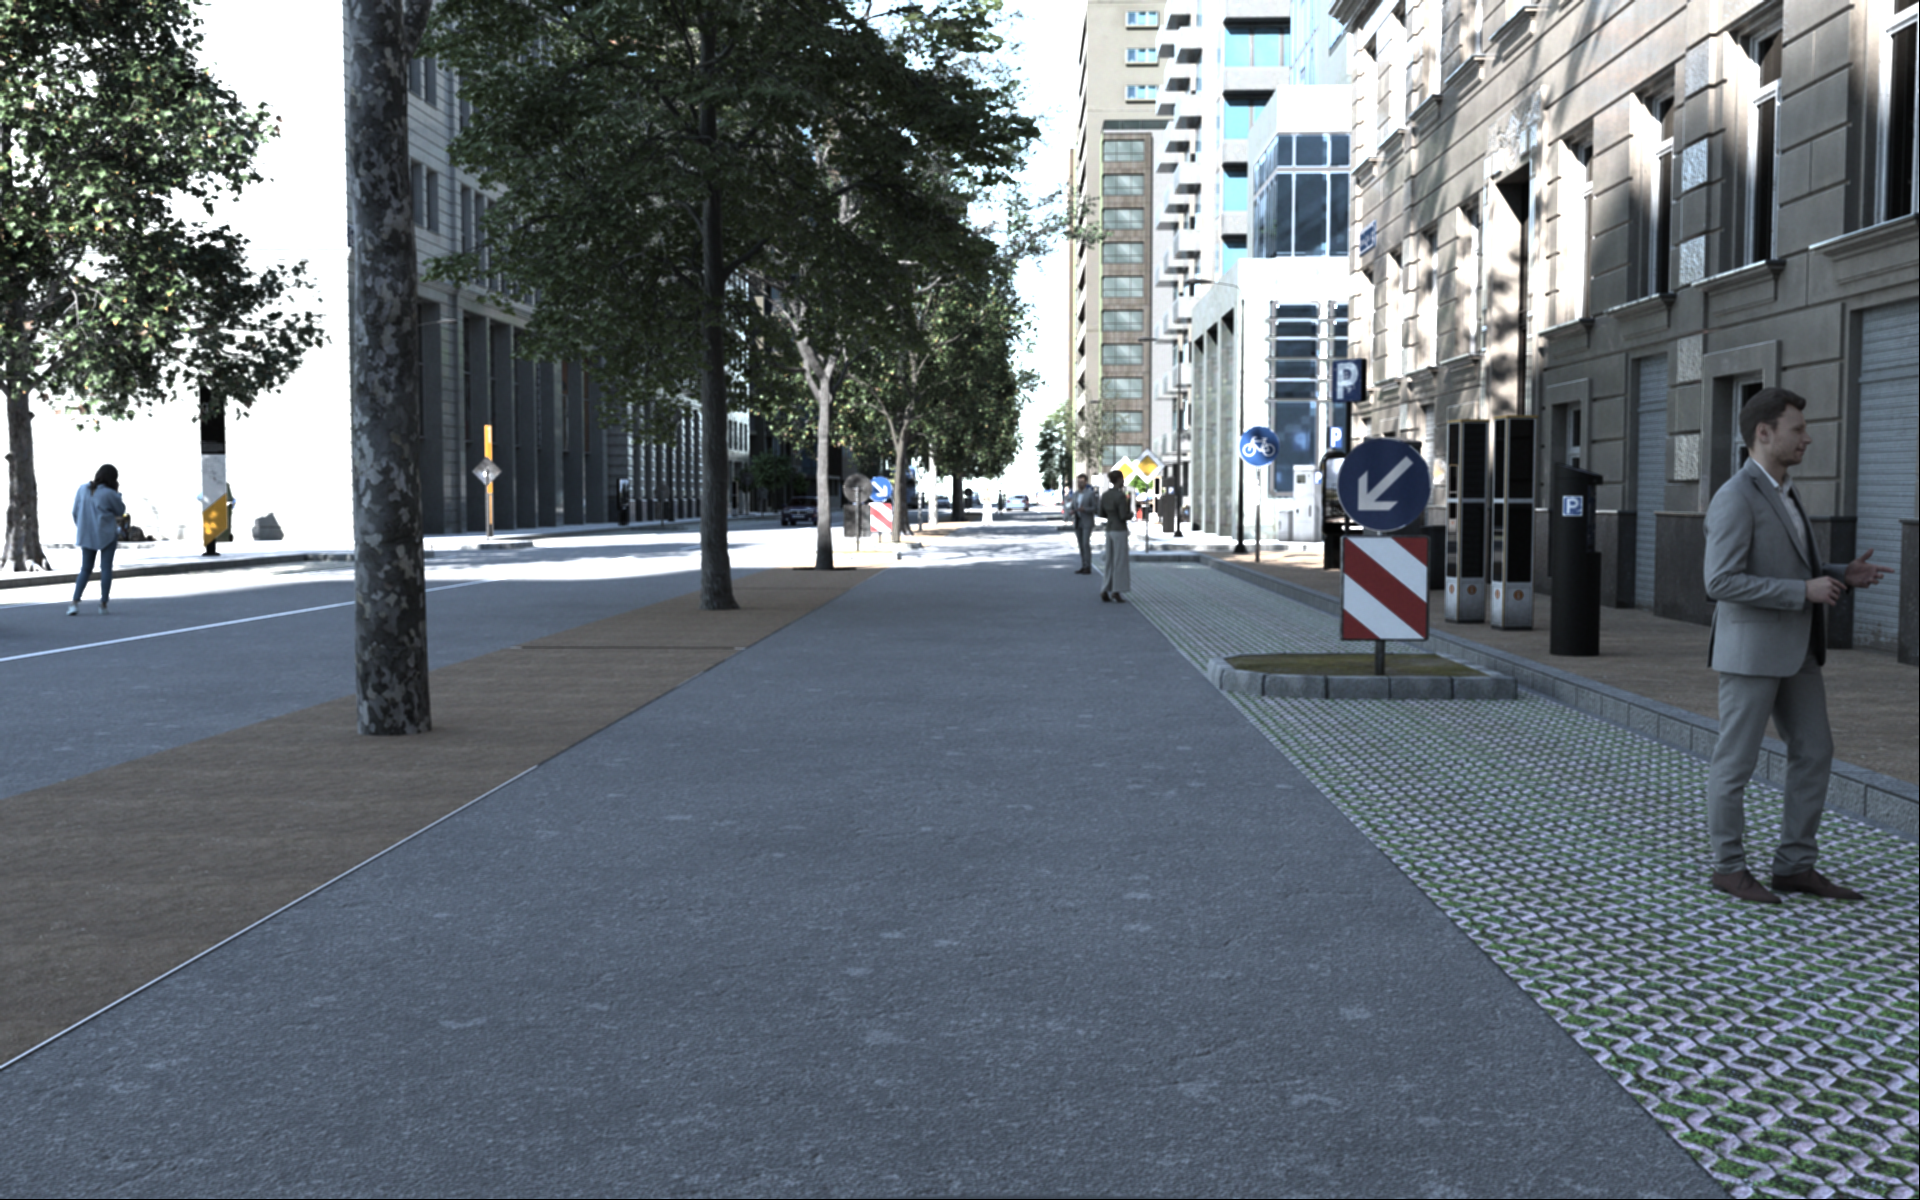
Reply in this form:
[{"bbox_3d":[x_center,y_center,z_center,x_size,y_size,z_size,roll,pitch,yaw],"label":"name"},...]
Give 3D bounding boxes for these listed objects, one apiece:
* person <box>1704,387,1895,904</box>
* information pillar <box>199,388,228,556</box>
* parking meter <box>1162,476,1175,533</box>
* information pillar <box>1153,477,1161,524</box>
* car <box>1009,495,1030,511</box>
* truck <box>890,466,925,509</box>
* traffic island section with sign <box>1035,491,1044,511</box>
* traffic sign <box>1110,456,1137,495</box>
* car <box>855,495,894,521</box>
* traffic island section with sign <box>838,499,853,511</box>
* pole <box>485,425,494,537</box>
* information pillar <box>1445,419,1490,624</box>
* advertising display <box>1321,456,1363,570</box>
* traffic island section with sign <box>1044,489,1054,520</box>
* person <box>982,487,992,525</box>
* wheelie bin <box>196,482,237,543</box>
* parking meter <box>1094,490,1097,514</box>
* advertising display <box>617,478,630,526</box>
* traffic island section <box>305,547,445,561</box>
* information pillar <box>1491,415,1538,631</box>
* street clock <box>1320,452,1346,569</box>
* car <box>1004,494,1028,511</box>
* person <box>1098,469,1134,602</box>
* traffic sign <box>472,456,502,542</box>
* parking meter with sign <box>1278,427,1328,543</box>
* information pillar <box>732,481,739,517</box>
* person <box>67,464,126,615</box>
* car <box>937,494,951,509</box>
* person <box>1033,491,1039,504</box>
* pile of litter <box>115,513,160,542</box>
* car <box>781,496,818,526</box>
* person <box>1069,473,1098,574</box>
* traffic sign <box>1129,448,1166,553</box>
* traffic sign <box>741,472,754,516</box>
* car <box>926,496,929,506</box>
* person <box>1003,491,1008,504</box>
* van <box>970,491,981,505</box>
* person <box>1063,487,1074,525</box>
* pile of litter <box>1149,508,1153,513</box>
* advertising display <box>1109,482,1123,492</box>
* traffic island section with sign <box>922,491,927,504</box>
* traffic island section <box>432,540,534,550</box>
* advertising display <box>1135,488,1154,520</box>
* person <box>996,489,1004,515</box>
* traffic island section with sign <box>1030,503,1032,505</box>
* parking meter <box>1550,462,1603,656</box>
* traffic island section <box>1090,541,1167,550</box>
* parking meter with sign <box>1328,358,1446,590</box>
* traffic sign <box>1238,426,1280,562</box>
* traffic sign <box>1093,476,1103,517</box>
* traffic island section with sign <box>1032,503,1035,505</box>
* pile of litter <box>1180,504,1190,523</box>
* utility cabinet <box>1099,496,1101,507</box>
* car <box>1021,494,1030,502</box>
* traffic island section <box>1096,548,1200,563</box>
[{"bbox_3d":[2.896,0.163,6.038,0.583,1.804,0.606,3,5,44],"label":"person"},{"bbox_3d":[-15.520,-2.730,35.987,0.504,3.616,0.183,-1,4,-18],"label":"information pillar"},{"bbox_3d":[6.833,-3.125,56.798,0.399,1.863,0.255,-2,4,-28],"label":"parking meter"},{"bbox_3d":[8.449,-4.266,74.246,0.304,2.012,0.304,0,4,5],"label":"information pillar"},{"bbox_3d":[5.059,-8.359,149.250,1.945,1.354,3.894,0,4,1],"label":"car"},{"bbox_3d":[-5.096,-11.064,170.647,2.967,4.110,18.799,0,4,2],"label":"truck"},{"bbox_3d":[7.477,-8.335,144.911,1.989,1.847,2.006,0,4,2],"label":"traffic island section with sign"},{"bbox_3d":[4.334,-2.562,45.537,0.795,2.450,0.064,0,4,2],"label":"traffic sign"},{"bbox_3d":[-3.443,-3.695,72.420,2.014,1.417,4.499,0,4,2],"label":"car"},{"bbox_3d":[-9.171,-8.388,145.771,1.989,1.847,2.006,0,4,2],"label":"traffic island section with sign"},{"bbox_3d":[-13.973,-3.519,51.386,0.158,3.312,0.155,0,3,0],"label":"pole"},{"bbox_3d":[5.037,-0.779,17.222,0.304,2.012,0.304,-1,4,-10],"label":"information pillar"},{"bbox_3d":[6.596,-1.468,29.215,0.974,1.923,0.123,0,4,-1],"label":"advertising display"},{"bbox_3d":[5.742,-5.269,94.784,1.989,1.847,2.006,0,4,2],"label":"traffic island section with sign"},{"bbox_3d":[1.285,-4.331,79.863,0.519,1.759,0.362,2,4,34],"label":"person"},{"bbox_3d":[-19.699,-2.320,45.841,0.980,1.594,0.693,-3,5,-41],"label":"wheelie bin"},{"bbox_3d":[8.509,-6.145,108.885,0.372,1.533,0.369,0,3,0],"label":"parking meter"},{"bbox_3d":[-13.641,-3.972,70.150,0.123,1.923,0.974,1,4,13],"label":"advertising display"},{"bbox_3d":[-12.901,-0.975,38.226,2.009,0.180,2.903,0,4,2],"label":"traffic island section"},{"bbox_3d":[5.220,-0.724,16.330,0.304,2.012,0.304,0,4,-5],"label":"information pillar"},{"bbox_3d":[6.402,-1.533,29.635,0.471,2.002,0.358,-2,4,-29],"label":"street clock"},{"bbox_3d":[4.714,-8.123,144.819,2.014,1.417,4.499,0,4,3],"label":"car"},{"bbox_3d":[2.096,-0.848,22.921,0.362,1.759,0.519,-2,4,-35],"label":"person"},{"bbox_3d":[-12.600,-2.599,46.143,0.795,2.450,0.064,0,4,2],"label":"traffic sign"},{"bbox_3d":[9.177,-3.021,45.648,0.543,3.016,1.738,-3,5,-41],"label":"parking meter with sign"},{"bbox_3d":[-12.664,-5.690,97.525,0.304,2.012,0.304,1,4,9],"label":"information pillar"},{"bbox_3d":[-10.288,-0.724,20.599,0.793,1.790,0.793,-2,4,-34],"label":"person"},{"bbox_3d":[-1.819,-9.473,166.892,2.014,1.417,4.499,0,3,0],"label":"car"},{"bbox_3d":[10.370,-13.647,231.557,1.348,1.831,0.705,3,4,38],"label":"person"},{"bbox_3d":[-22.428,-1.989,46.480,1.719,0.858,1.176,1,4,9],"label":"pile of litter"},{"bbox_3d":[-7.135,-4.091,79.466,1.945,1.354,3.894,0,4,3],"label":"car"},{"bbox_3d":[2.168,-1.376,31.193,0.606,1.804,0.583,2,4,35],"label":"person"},{"bbox_3d":[4.056,-2.074,37.557,0.795,2.450,0.064,0,4,2],"label":"traffic sign"},{"bbox_3d":[-12.412,-6.167,100.936,0.768,2.556,0.104,0,4,6],"label":"traffic sign"},{"bbox_3d":[-3.189,-12.358,212.272,2.015,1.641,3.980,0,4,2],"label":"car"},{"bbox_3d":[6.475,-14.776,250.107,0.705,1.821,1.348,3,5,43],"label":"person"},{"bbox_3d":[1.937,-14.015,236.151,2.013,2.044,4.112,0,4,4],"label":"van"},{"bbox_3d":[4.968,-4.344,79.944,0.534,1.772,0.576,-3,5,-40],"label":"person"},{"bbox_3d":[12.748,-6.274,116.553,1.719,0.858,1.176,1,4,12],"label":"pile of litter"},{"bbox_3d":[7.365,-4.685,81.809,0.123,1.923,0.974,-2,4,-28],"label":"advertising display"},{"bbox_3d":[-5.368,-15.082,255.214,1.989,1.847,2.006,0,4,2],"label":"traffic island section with sign"},{"bbox_3d":[-12.624,-1.463,46.206,2.009,0.180,2.903,0,4,2],"label":"traffic island section"},{"bbox_3d":[9.021,-4.832,84.219,0.974,1.923,0.123,1,4,11],"label":"advertising display"},{"bbox_3d":[2.718,-6.728,118.722,0.641,1.798,0.478,-1,4,-12],"label":"person"},{"bbox_3d":[10.358,-13.404,227.783,1.989,1.847,2.006,0,4,2],"label":"traffic island section with sign"},{"bbox_3d":[4.917,-0.331,13.815,0.372,1.533,0.369,0,3,0],"label":"parking meter"},{"bbox_3d":[4.357,-1.427,45.613,2.009,0.180,2.903,0,4,2],"label":"traffic island section"},{"bbox_3d":[5.757,-1.633,22.962,1.738,3.016,0.543,-2,4,-31],"label":"parking meter with sign"},{"bbox_3d":[5.586,-1.978,32.440,0.768,2.556,0.104,0,4,5],"label":"traffic sign"},{"bbox_3d":[7.772,-5.848,97.752,0.606,2.300,0.079,0,4,5],"label":"traffic sign"},{"bbox_3d":[8.429,-10.005,172.210,1.989,1.847,2.006,0,4,2],"label":"traffic island section with sign"},{"bbox_3d":[10.329,-3.853,76.954,1.176,0.858,1.719,3,4,36],"label":"pile of litter"},{"bbox_3d":[7.828,-5.128,95.000,0.306,1.237,1.020,1,4,11],"label":"utility cabinet"},{"bbox_3d":[8.043,-13.137,223.823,2.155,1.783,4.494,0,4,1],"label":"car"},{"bbox_3d":[4.080,-0.939,37.633,2.009,0.180,2.903,0,4,2],"label":"traffic island section"}]
